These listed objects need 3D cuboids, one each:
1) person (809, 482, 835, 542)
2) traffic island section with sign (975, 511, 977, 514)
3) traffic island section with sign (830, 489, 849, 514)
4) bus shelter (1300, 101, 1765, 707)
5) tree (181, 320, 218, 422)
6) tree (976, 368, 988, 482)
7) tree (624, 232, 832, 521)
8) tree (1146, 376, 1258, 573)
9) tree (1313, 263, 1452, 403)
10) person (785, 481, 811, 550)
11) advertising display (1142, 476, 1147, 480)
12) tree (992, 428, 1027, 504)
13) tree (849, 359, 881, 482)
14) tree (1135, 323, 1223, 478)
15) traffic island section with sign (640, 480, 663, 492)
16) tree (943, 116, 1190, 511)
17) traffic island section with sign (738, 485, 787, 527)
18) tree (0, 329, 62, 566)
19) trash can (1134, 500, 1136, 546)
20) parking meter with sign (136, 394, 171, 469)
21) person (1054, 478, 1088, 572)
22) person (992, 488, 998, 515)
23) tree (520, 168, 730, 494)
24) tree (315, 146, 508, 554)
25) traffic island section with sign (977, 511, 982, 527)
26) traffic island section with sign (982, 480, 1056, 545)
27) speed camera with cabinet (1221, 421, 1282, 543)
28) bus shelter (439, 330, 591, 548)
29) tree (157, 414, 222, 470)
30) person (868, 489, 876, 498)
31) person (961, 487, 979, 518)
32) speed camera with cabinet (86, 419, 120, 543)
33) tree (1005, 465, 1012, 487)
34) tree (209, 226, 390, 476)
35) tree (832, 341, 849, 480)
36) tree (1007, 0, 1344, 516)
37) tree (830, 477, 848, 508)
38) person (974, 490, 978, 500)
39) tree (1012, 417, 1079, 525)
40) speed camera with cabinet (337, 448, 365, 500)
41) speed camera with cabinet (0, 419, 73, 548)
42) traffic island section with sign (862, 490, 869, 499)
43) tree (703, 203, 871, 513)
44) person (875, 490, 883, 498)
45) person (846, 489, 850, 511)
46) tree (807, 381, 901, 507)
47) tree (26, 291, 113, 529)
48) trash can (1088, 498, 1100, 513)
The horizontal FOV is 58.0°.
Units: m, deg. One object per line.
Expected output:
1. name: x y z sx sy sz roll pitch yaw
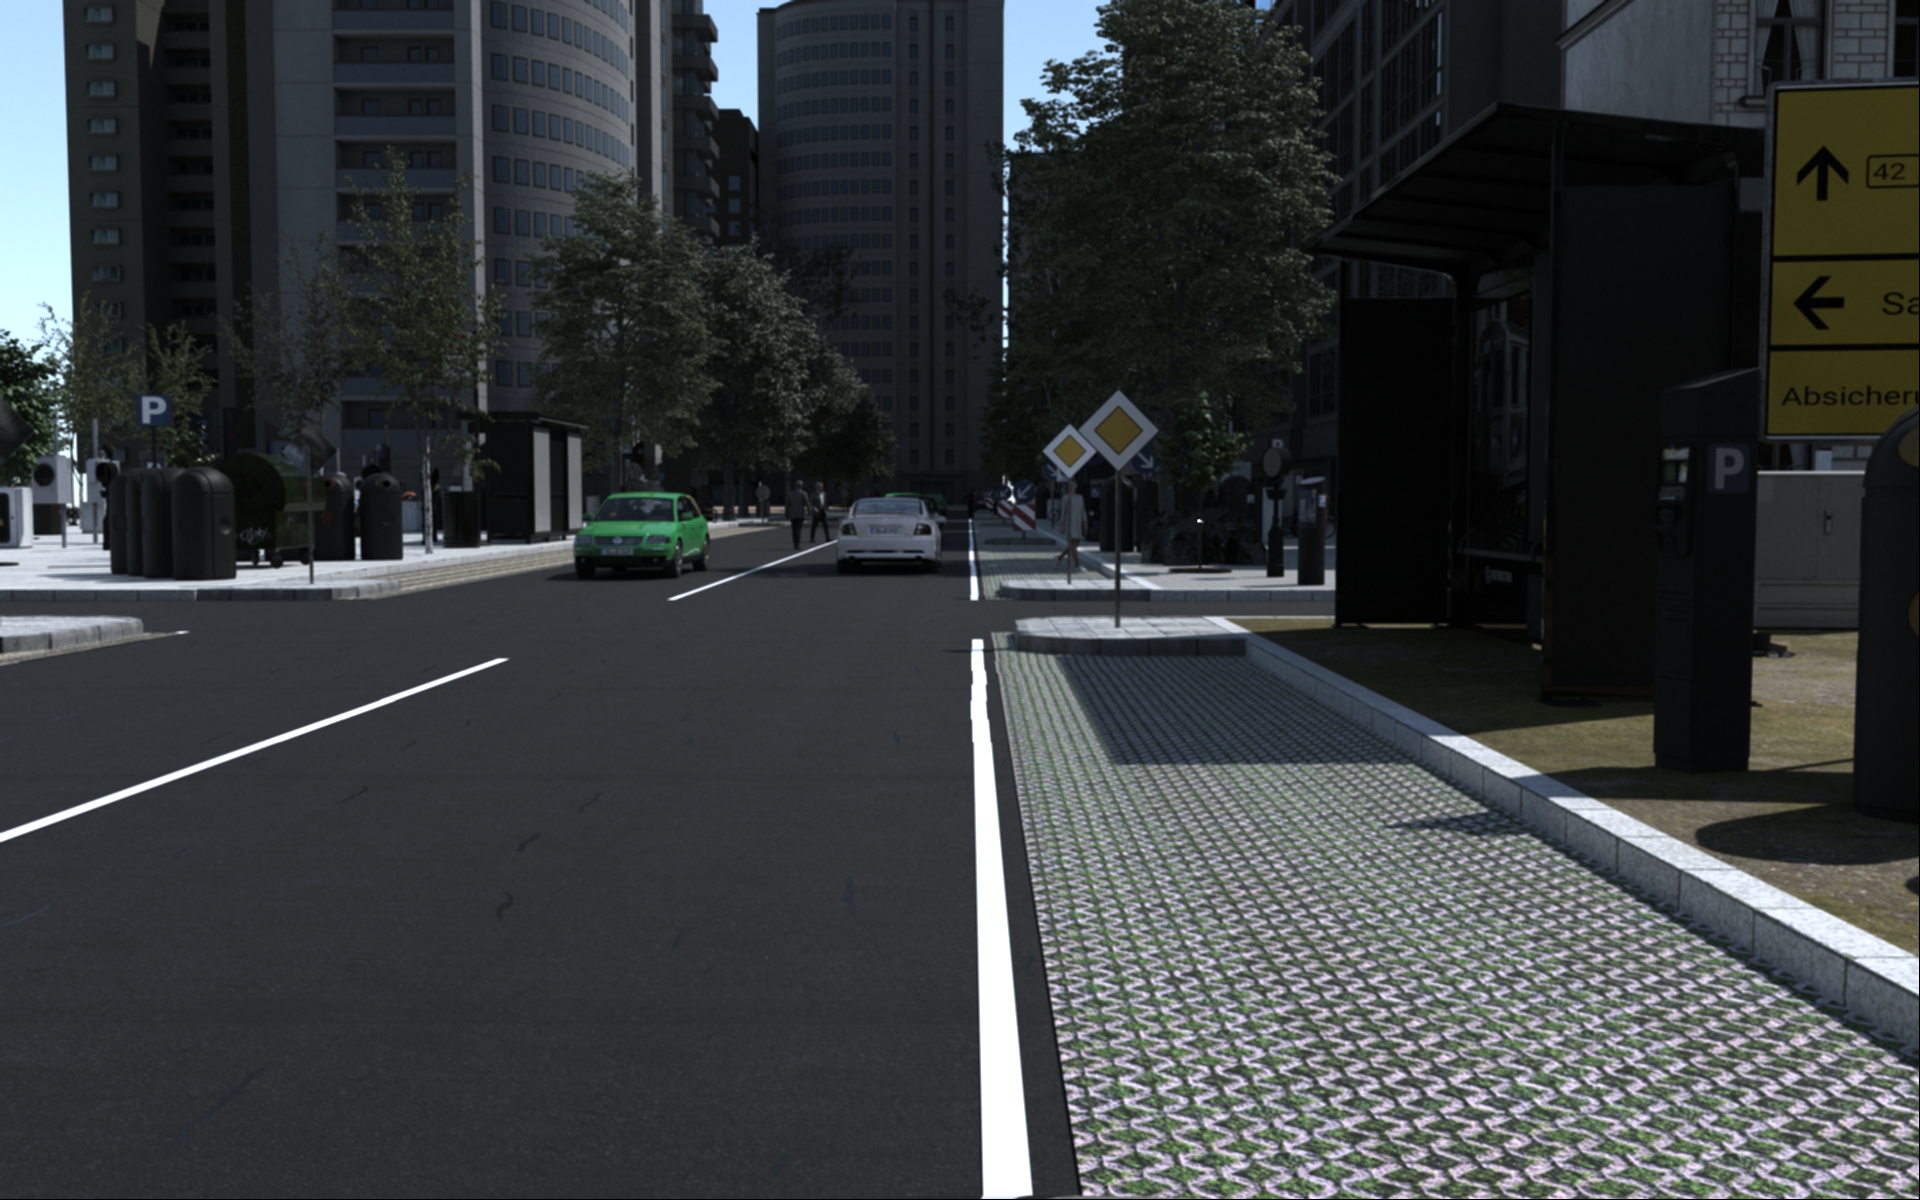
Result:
1. person: -4.112 -2.592 51.277 0.834 1.777 0.661 3 4 37
2. traffic island section with sign: 2.093 -7.203 126.397 1.989 1.847 2.006 0 4 0
3. traffic island section with sign: -8.425 -7.207 126.459 1.989 1.847 2.006 0 4 0
4. bus shelter: 4.084 -1.360 13.513 1.731 3.624 6.357 0 4 0
5. tree: -33.315 -7.468 72.465 4.737 8.622 4.395 0 3 0
6. tree: 4.760 -11.657 108.723 7.486 12.596 7.792 0 3 0
7. tree: -11.293 -10.816 83.504 9.857 13.997 8.962 0 3 0
8. tree: 3.832 -2.072 28.483 1.663 3.219 1.824 0 3 0
9. tree: 11.609 -5.831 45.697 4.360 8.622 3.978 0 3 0
10. person: -4.184 -2.201 44.887 0.661 1.777 0.834 0 4 5
11. advertising display: 6.617 -3.305 59.245 0.123 1.923 0.974 -3 5 -43
12. tree: 5.193 -13.270 167.331 4.360 8.622 3.978 0 3 0
13. tree: -10.826 -14.190 138.666 9.857 13.997 8.962 0 3 0
14. tree: 9.371 -7.498 72.954 4.360 8.622 3.978 0 3 0
15. traffic island section with sign: -8.820 -2.488 49.304 1.989 1.847 2.006 0 4 0
16. tree: 5.552 -14.040 85.439 12.611 20.169 13.585 0 3 0
17. traffic island section with sign: -8.674 -4.145 76.405 1.989 1.847 2.006 0 4 0
18. tree: -17.642 -2.891 30.988 4.285 4.588 4.351 0 3 0
19. trash can: 4.531 -1.921 43.068 0.748 1.137 0.748 0 3 0
20. parking meter with sign: -14.484 -2.137 31.194 0.543 3.016 1.738 -2 4 -24
21. person: 2.035 -1.389 31.958 0.760 1.731 0.466 2 4 32
22. person: 2.394 -6.692 117.901 0.705 1.826 1.348 -1 4 -10
23. tree: -11.789 -8.740 61.033 7.486 12.596 7.792 0 3 0
24. tree: -11.413 -5.289 36.842 4.737 8.622 4.395 0 3 0
25. traffic island section with sign: 1.844 -4.144 76.381 1.989 1.847 2.006 0 4 0
26. traffic island section with sign: 1.703 -2.495 49.426 1.989 1.847 2.006 0 4 0
27. speed camera with cabinet: 7.798 -3.184 46.396 0.660 3.252 2.038 -2 4 -26
28. bus shelter: -11.677 -4.136 45.252 2.179 5.291 8.768 0 4 0
29. tree: -18.599 -2.896 41.944 1.663 3.219 1.824 0 3 0
30. person: -6.403 -7.401 129.450 1.348 1.831 0.705 2 4 25
31. person: 0.620 -5.712 101.853 1.348 1.831 0.705 3 4 39
32. speed camera with cabinet: -21.965 -3.113 45.228 2.038 3.252 0.660 2 4 32
33. tree: 5.387 -9.796 143.884 4.285 4.588 4.351 0 3 0
34. tree: -17.626 -5.905 46.904 4.360 8.622 3.978 0 3 0
35. tree: -12.057 -11.555 95.574 9.857 13.997 8.962 0 3 0
36. tree: 4.764 -7.224 36.239 7.486 12.596 7.792 0 3 0
37. tree: -11.201 -10.211 161.543 1.663 3.219 1.824 0 3 0
38. person: 1.399 -9.458 163.239 1.348 1.812 0.705 2 4 25
39. tree: 4.940 -5.418 72.302 4.285 4.588 4.351 0 3 0
40. speed camera with cabinet: -26.719 -4.974 75.653 0.660 3.252 2.038 2 4 29
41. speed camera with cabinet: -22.213 -2.865 41.172 2.038 3.252 0.660 1 4 9
42. traffic island section with sign: -8.295 -8.862 153.527 1.989 1.847 2.006 0 4 0
43. tree: -12.918 -15.884 115.593 12.611 20.169 13.585 0 3 0
44. person: -4.717 -5.565 100.965 0.415 1.643 0.593 3 4 36
45. person: -8.901 -7.865 137.100 0.705 1.823 1.348 -1 4 -9
46. tree: -10.648 -15.633 172.601 9.611 12.733 9.660 0 3 0
47. tree: -32.241 -6.929 63.644 4.737 8.622 4.395 0 3 0
48. trash can: 4.831 -3.047 61.465 0.748 1.137 0.748 0 3 0
